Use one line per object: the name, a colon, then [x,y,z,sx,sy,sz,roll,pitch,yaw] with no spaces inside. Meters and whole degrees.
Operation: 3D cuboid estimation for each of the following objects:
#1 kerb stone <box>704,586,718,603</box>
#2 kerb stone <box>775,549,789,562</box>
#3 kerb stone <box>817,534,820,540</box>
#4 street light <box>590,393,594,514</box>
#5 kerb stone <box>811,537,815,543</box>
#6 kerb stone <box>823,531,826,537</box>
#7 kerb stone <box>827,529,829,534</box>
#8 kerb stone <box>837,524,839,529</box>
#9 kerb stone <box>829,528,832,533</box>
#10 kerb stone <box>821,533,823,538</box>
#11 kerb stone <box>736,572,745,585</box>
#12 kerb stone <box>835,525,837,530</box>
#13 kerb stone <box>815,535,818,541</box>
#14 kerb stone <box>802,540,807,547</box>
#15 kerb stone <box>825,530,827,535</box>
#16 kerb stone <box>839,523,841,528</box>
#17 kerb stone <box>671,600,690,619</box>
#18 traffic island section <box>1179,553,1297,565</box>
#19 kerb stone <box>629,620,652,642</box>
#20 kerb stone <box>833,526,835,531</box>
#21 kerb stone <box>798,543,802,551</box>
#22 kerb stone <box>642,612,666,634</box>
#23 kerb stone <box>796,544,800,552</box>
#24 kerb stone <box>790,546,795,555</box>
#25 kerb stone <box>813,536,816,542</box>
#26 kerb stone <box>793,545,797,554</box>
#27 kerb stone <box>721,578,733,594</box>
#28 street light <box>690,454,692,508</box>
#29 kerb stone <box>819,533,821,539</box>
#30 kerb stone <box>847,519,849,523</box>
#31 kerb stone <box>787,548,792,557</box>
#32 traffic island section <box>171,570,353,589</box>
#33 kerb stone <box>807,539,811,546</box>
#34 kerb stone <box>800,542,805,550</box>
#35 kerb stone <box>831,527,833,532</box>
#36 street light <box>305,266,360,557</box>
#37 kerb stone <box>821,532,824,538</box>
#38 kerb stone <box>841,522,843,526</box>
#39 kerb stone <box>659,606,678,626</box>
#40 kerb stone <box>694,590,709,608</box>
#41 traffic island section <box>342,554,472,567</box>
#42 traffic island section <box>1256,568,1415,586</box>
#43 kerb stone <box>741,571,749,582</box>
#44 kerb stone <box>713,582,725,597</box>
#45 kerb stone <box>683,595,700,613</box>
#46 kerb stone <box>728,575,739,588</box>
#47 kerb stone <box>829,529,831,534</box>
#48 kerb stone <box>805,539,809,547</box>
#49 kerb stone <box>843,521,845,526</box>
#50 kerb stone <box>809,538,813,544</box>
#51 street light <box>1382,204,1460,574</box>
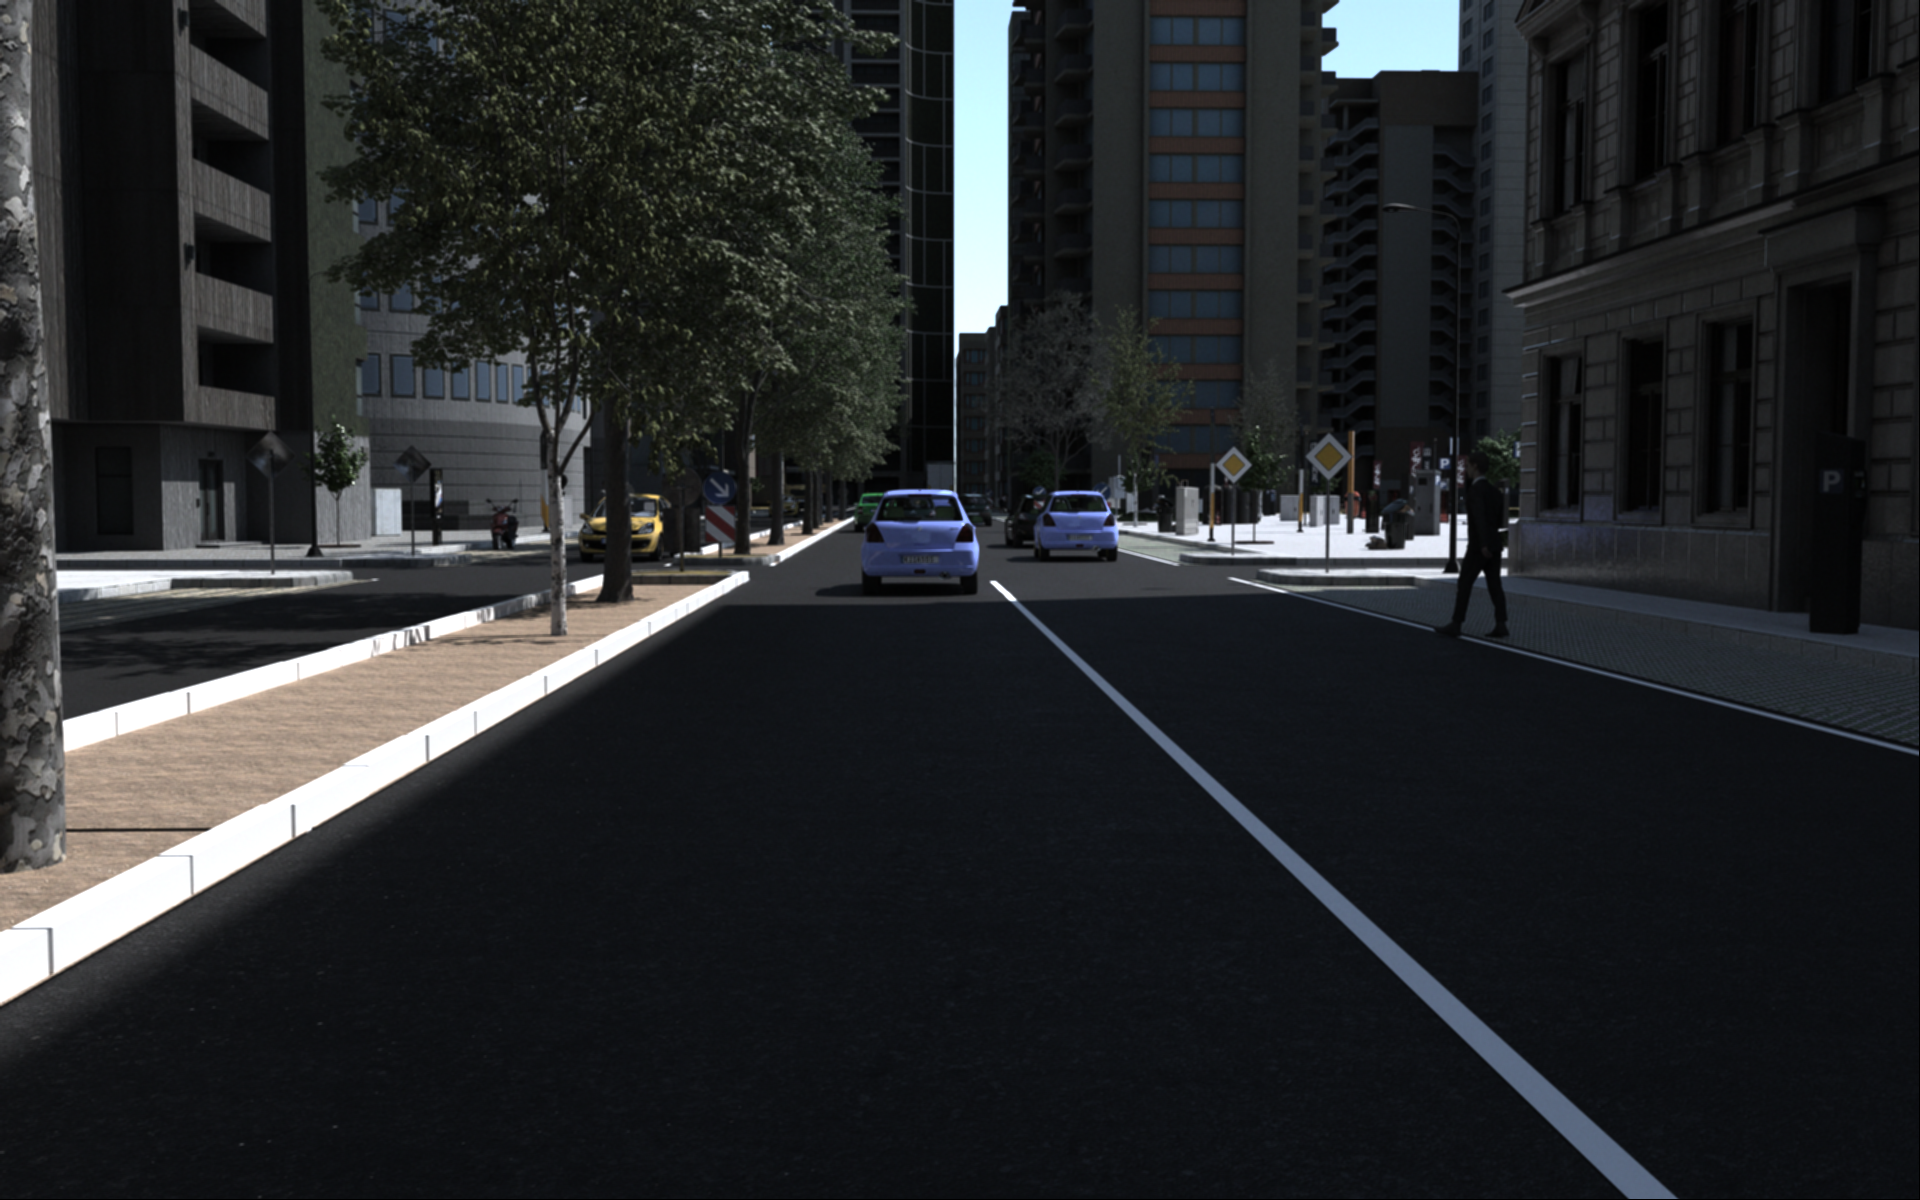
kerb stone: [-3.375,-0.053,23.069,0.120,0.150,1.000,0,4,-2]
kerb stone: [-3.897,-0.963,37.940,0.120,0.150,1.000,0,4,-2]
kerb stone: [-4.399,-1.834,52.306,0.120,0.150,1.000,0,4,-2]
street light: [-13.915,-5.836,67.952,1.470,5.913,1.316,0,4,-2]
kerb stone: [-4.290,-1.651,49.227,0.120,0.150,1.000,0,4,-2]
kerb stone: [-4.539,-2.092,56.404,0.120,0.150,1.000,0,4,-2]
kerb stone: [-4.650,-2.280,59.475,0.120,0.150,1.000,0,4,-2]
kerb stone: [-4.973,-2.844,68.689,0.120,0.150,1.000,0,4,-2]
kerb stone: [-4.713,-2.405,61.521,0.120,0.150,1.000,0,4,-2]
kerb stone: [-4.471,-1.962,54.351,0.120,0.150,1.000,0,4,-2]
kerb stone: [-3.514,-0.300,27.163,0.120,0.150,1.000,0,4,-2]
kerb stone: [-4.892,-2.718,66.629,0.120,0.150,1.000,0,4,-2]
kerb stone: [-4.359,-1.779,51.284,0.120,0.150,1.000,0,4,-2]
kerb stone: [-4.142,-1.402,45.116,0.120,0.150,1.000,0,4,-2]
kerb stone: [-4.571,-2.155,57.425,0.120,0.150,1.000,0,4,-2]
kerb stone: [-5.036,-2.969,70.733,0.120,0.150,1.000,0,4,-2]
kerb stone: [-3.272,0.134,20.001,0.120,0.150,1.000,0,4,-2]
traffic island section: [5.720,-0.851,36.197,2.009,0.180,2.903,0,4,-2]
kerb stone: [-3.168,0.331,16.913,0.120,0.150,1.000,0,4,-2]
kerb stone: [-4.824,-2.589,64.586,0.120,0.150,1.000,0,4,-2]
kerb stone: [-4.076,-1.274,43.068,0.120,0.150,1.000,0,4,-2]
kerb stone: [-3.199,0.260,17.945,0.120,0.150,1.000,0,4,-2]
kerb stone: [-4.032,-1.211,42.044,0.120,0.150,1.000,0,4,-2]
kerb stone: [-3.960,-1.089,40.001,0.120,0.150,1.000,0,4,-2]
kerb stone: [-4.326,-1.713,50.249,0.120,0.150,1.000,0,4,-2]
kerb stone: [-4.004,-1.151,41.022,0.120,0.150,1.000,0,4,-2]
kerb stone: [-3.442,-0.178,25.112,0.120,0.150,1.000,0,4,-2]
street light: [-15.015,-7.805,100.151,1.470,5.913,1.316,0,4,-2]
kerb stone: [-4.426,-1.904,53.330,0.120,0.150,1.000,0,4,-2]
kerb stone: [-5.403,-3.597,81.005,0.120,0.150,1.000,0,4,-2]
kerb stone: [-3.925,-1.026,38.972,0.120,0.150,1.000,0,4,-2]
traffic island section: [-10.983,-0.327,27.630,2.009,0.180,2.903,0,4,-2]
kerb stone: [-4.219,-1.528,47.174,0.120,0.150,1.000,0,4,-2]
kerb stone: [-4.111,-1.336,44.090,0.120,0.150,1.000,0,4,-2]
kerb stone: [-4.756,-2.468,62.542,0.120,0.150,1.000,0,4,-2]
street light: [-12.683,-3.840,35.319,1.470,5.913,1.316,0,4,-2]
kerb stone: [-4.507,-2.015,55.380,0.120,0.150,1.000,0,4,-2]
kerb stone: [-5.114,-3.094,72.777,0.120,0.150,1.000,0,4,-2]
kerb stone: [-3.238,0.200,18.980,0.120,0.150,1.000,0,4,-2]
kerb stone: [-3.340,0.009,22.047,0.120,0.150,1.000,0,4,-2]
traffic island section: [-11.262,-0.815,35.610,2.009,0.180,2.903,0,4,-2]
traffic island section: [5.999,-0.363,28.217,2.009,0.180,2.903,0,4,-2]
kerb stone: [-3.544,-0.367,28.193,0.120,0.150,1.000,0,4,-2]
kerb stone: [-3.410,-0.112,24.090,0.120,0.150,1.000,0,4,-2]
kerb stone: [-3.304,0.072,21.023,0.120,0.150,1.000,0,4,-2]
kerb stone: [-3.484,-0.241,26.133,0.120,0.150,1.000,0,4,-2]
kerb stone: [-4.688,-2.340,60.499,0.120,0.150,1.000,0,4,-2]
kerb stone: [-4.182,-1.465,46.147,0.120,0.150,1.000,0,4,-2]
kerb stone: [-5.221,-3.281,75.860,0.120,0.150,1.000,0,4,-2]
kerb stone: [-4.248,-1.591,48.200,0.120,0.150,1.000,0,4,-2]
street light: [7.457,-3.387,27.926,1.470,5.913,1.316,0,4,-2]
